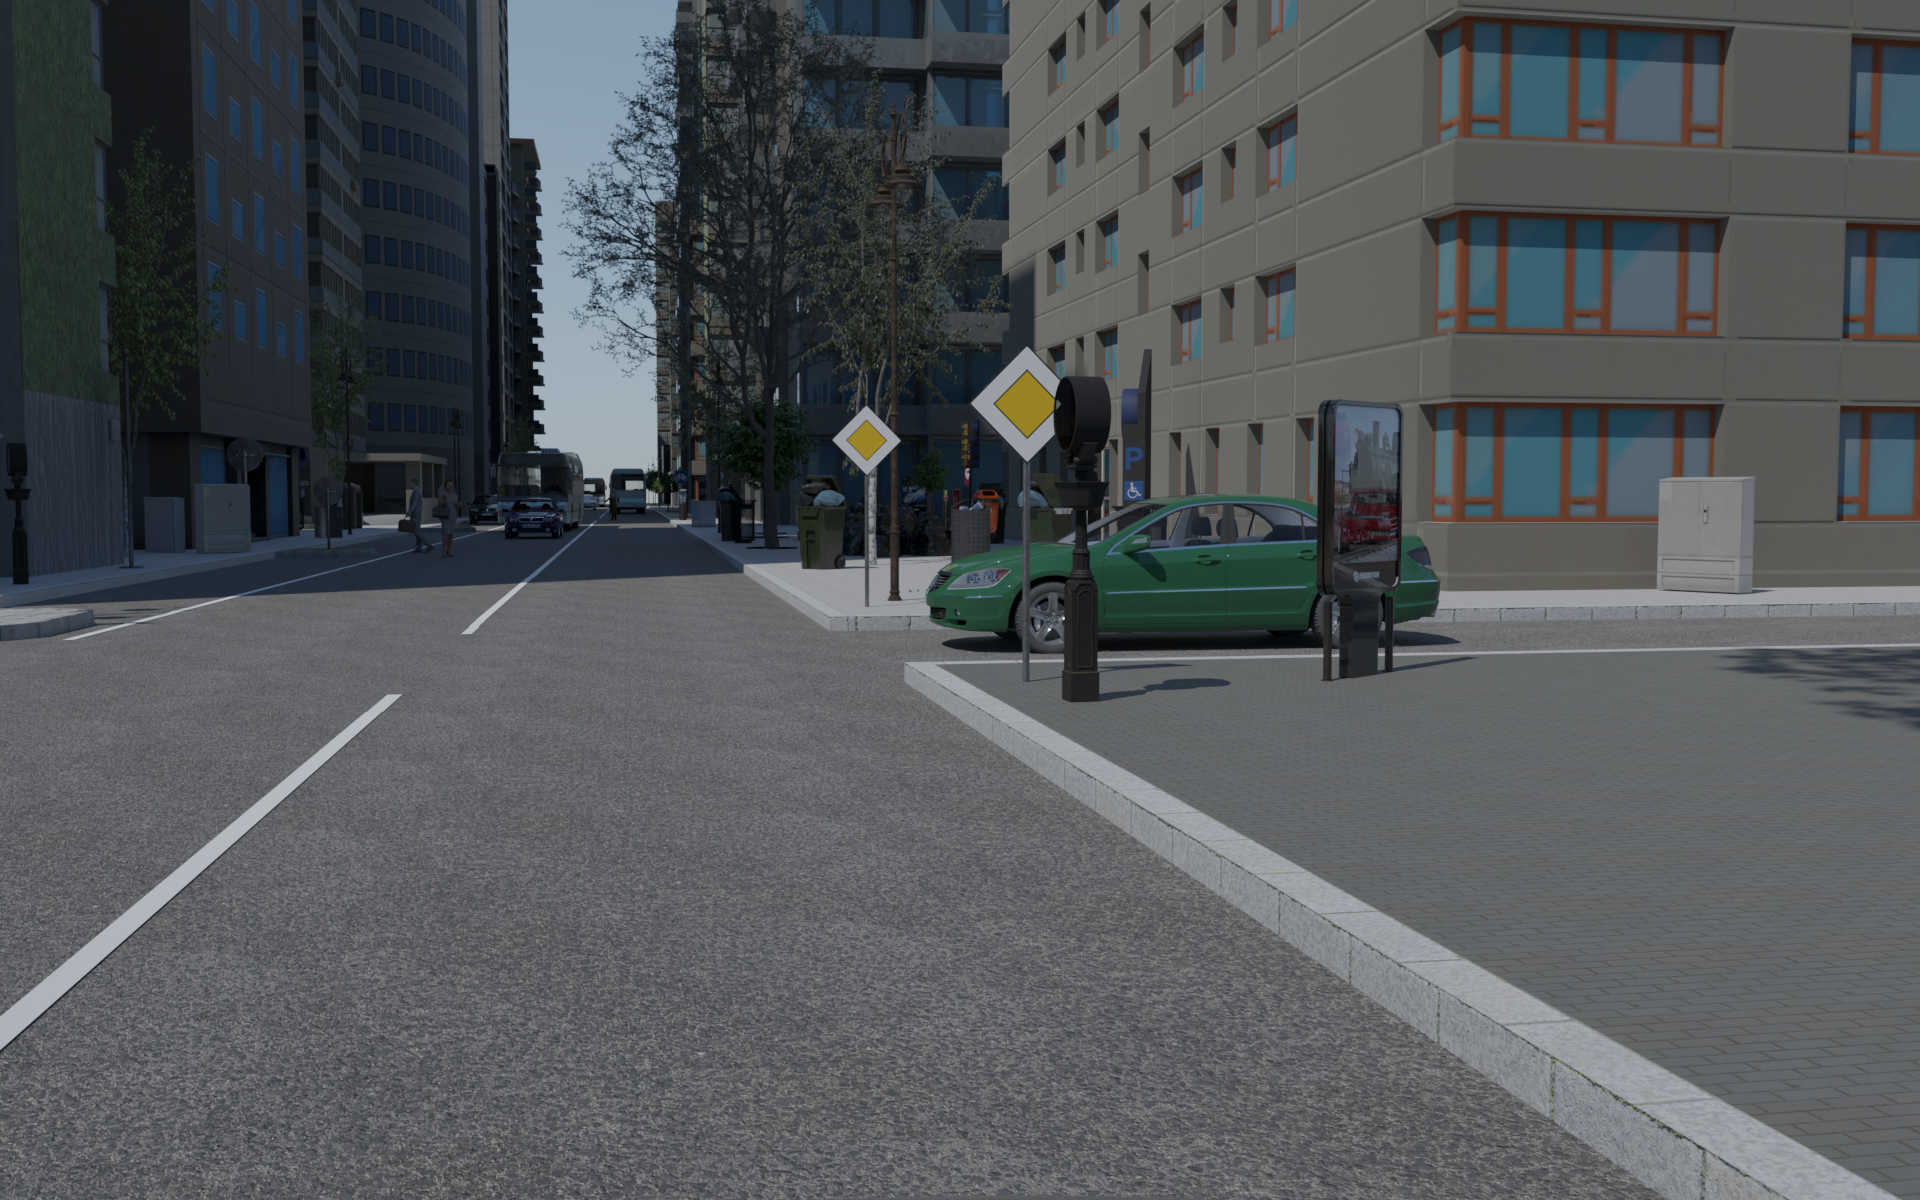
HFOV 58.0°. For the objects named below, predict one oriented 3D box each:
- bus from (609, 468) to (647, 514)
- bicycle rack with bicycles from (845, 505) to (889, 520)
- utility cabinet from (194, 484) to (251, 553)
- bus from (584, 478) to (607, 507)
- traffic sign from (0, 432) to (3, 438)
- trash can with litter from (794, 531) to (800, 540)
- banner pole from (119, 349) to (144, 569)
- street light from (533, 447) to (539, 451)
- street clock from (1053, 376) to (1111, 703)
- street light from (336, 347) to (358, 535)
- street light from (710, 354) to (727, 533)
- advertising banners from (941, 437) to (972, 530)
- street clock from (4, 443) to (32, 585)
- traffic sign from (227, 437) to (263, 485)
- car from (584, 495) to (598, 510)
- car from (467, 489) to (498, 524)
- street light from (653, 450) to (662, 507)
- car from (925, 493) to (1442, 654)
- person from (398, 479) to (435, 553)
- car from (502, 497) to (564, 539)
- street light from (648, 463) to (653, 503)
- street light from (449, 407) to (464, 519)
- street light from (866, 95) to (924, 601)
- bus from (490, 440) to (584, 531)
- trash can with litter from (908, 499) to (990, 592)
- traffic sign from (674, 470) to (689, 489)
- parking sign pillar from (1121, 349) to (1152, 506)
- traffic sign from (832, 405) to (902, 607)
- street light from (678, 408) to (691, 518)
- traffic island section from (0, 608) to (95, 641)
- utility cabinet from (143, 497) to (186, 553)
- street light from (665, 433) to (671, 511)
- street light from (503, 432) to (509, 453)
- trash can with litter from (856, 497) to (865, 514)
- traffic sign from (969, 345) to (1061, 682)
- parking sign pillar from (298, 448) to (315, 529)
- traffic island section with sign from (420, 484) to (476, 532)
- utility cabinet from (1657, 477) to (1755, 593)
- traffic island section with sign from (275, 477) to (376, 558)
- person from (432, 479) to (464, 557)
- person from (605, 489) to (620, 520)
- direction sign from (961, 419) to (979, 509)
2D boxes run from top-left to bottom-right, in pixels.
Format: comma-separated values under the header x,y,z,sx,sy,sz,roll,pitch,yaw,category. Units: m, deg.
x,y,z,sx,sy,sz,roll,pitch,yaw,category
-24.932,-8.272,130.108,2.948,3.499,13.247,-1,4,-11,bus
-3.152,-2.659,56.862,2.925,0.926,2.852,3,5,43,bicycle rack with bicycles
-15.984,-1.768,37.580,0.318,1.500,1.173,2,4,30,utility cabinet
-40.169,-11.926,189.849,2.948,3.499,13.247,-1,4,-11,bus
-10.288,-0.870,17.868,0.795,2.450,0.064,-1,4,-11,traffic sign
-4.071,-2.239,47.987,1.055,1.170,0.624,0,4,-3,trash can with litter
-14.441,-2.452,30.107,0.401,3.779,0.863,-1,4,-22,banner pole
-42.458,-12.337,174.498,0.468,5.910,1.993,-1,4,-11,street light
0.749,-0.375,10.703,0.358,2.002,0.471,-1,4,-14,street clock
-19.298,-5.005,54.615,0.468,5.910,1.993,-1,4,-11,street light
-7.903,-5.136,56.768,0.468,5.910,1.993,-1,4,-11,street light
-0.100,-3.563,54.446,0.090,3.025,2.074,-2,4,-27,advertising banners
-13.358,-1.224,24.577,0.358,2.002,0.471,-2,4,-33,street clock
-16.105,-2.381,39.040,0.768,2.556,0.104,-1,4,-11,traffic sign
-33.234,-8.646,153.716,2.083,1.381,4.827,-1,4,-12,car
-22.665,-4.501,83.376,2.009,1.686,4.222,-1,4,-12,car
-30.859,-12.510,177.327,0.468,5.910,1.993,-1,4,-11,street light
2.109,-0.293,16.596,4.920,1.459,2.131,-1,4,-10,car
-13.297,-2.060,42.305,0.853,1.813,0.709,-1,4,-19,person
-13.933,-2.698,56.689,1.945,1.354,3.894,-1,4,-11,car
-37.819,-14.721,213.472,0.468,5.910,1.993,-1,4,-11,street light
-26.858,-7.342,92.825,0.468,5.910,1.993,-1,4,-11,street light
-0.785,-2.928,20.653,0.468,5.910,1.993,-1,4,-11,street light
-16.768,-4.576,69.684,2.948,3.499,13.247,-1,4,-9,bus
0.514,-0.732,23.021,2.233,1.210,1.678,1,4,9,trash can with litter
-14.545,-5.522,90.386,0.768,2.556,0.104,-1,4,-10,traffic sign
3.237,-2.642,31.663,1.447,3.967,1.447,1,4,11,parking sign pillar
-1.058,-0.977,19.613,0.795,2.450,0.064,-1,4,-11,traffic sign
-15.306,-7.519,95.718,0.468,5.910,1.993,-1,4,-11,street light
-10.310,0.266,17.926,2.009,0.180,2.903,-1,4,-11,traffic island section
-17.422,-1.639,37.953,1.020,1.237,0.306,2,4,30,utility cabinet
-22.292,-9.747,132.146,0.468,5.910,1.993,-1,4,-11,street light
-33.885,-9.586,129.525,0.468,5.910,1.993,-1,4,-11,street light
-3.274,-3.189,63.534,0.624,1.170,1.055,2,4,35,trash can with litter
0.448,-0.497,11.771,0.795,2.450,0.064,-1,4,-11,traffic sign
-24.281,-4.585,63.432,1.447,3.967,1.447,0,4,5,parking sign pillar
-19.602,-3.526,66.273,1.989,1.847,2.006,-1,4,-11,traffic island section with sign
9.702,-0.850,22.572,0.318,1.500,1.173,-2,4,-34,utility cabinet
-14.530,-1.906,39.797,1.989,1.847,2.006,-1,4,-11,traffic island section with sign
-11.656,-1.867,39.391,0.532,1.782,0.716,3,5,40,person
-19.090,-5.253,95.109,0.721,1.736,1.217,2,4,28,person
0.314,-3.724,52.882,0.379,3.537,0.876,-3,4,-37,direction sign
